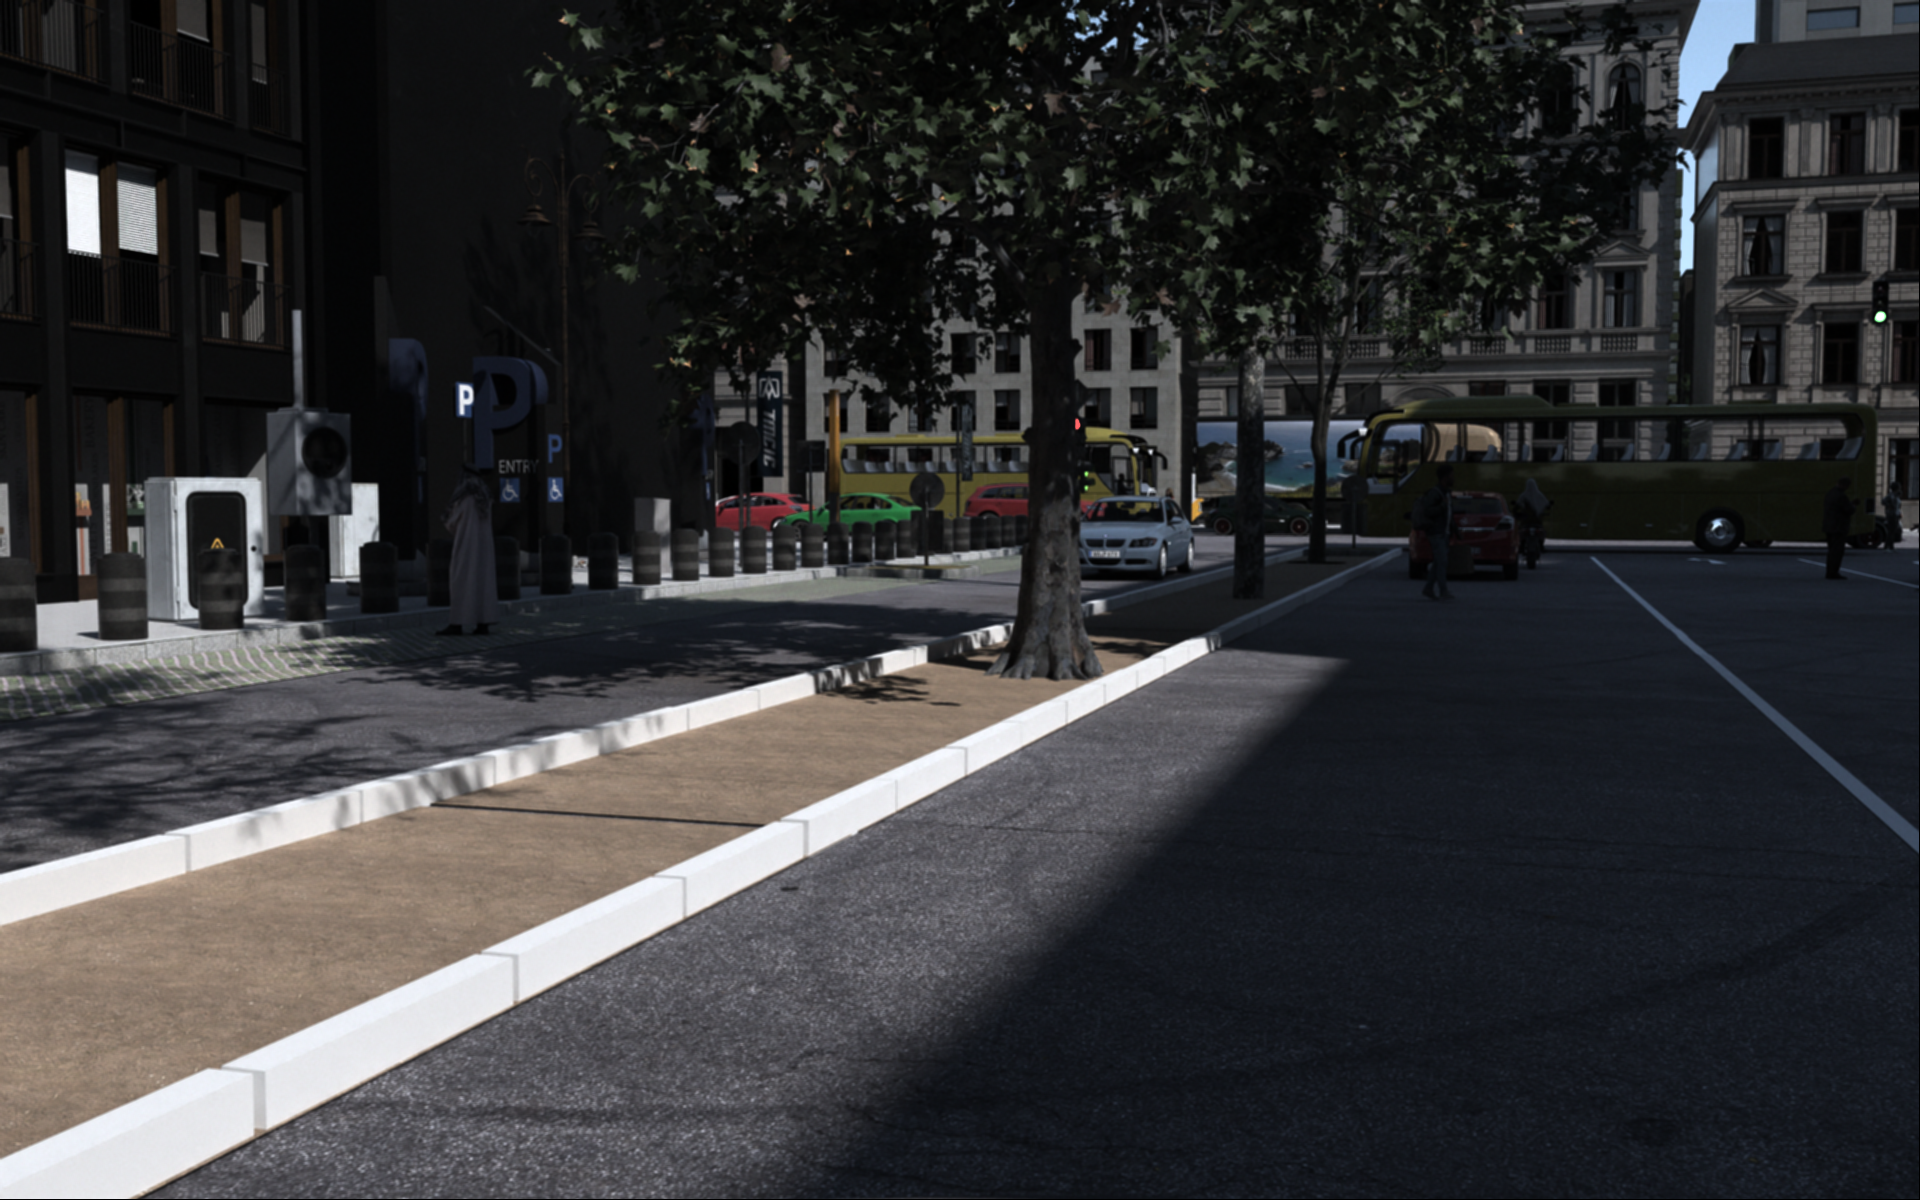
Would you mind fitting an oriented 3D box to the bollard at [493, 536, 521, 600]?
[{"bbox_3d":[-5.556,-0.388,21.059,0.404,0.777,0.398,0,3,0],"label":"bollard"}]

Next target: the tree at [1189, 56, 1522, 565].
[{"bbox_3d":[7.392,-6.534,35.041,9.928,11.665,9.643,0,3,0],"label":"tree"}]

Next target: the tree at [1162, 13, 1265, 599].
[{"bbox_3d":[3.054,-10.147,24.254,12.611,20.169,13.585,0,3,0],"label":"tree"}]

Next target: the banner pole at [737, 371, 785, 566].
[{"bbox_3d":[-3.558,-2.503,30.946,0.863,3.779,0.401,-1,4,-9],"label":"banner pole"}]

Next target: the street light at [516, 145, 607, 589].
[{"bbox_3d":[-5.328,-3.094,23.370,0.468,5.910,1.993,1,4,18],"label":"street light"}]

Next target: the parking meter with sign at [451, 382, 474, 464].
[{"bbox_3d":[-6.975,-1.874,26.906,1.738,3.016,0.543,1,4,18],"label":"parking meter with sign"}]

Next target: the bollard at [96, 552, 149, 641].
[{"bbox_3d":[-7.412,-0.037,15.329,0.404,0.777,0.398,0,3,0],"label":"bollard"}]

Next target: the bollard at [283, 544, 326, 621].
[{"bbox_3d":[-6.667,-0.178,17.623,0.404,0.777,0.398,0,3,0],"label":"bollard"}]

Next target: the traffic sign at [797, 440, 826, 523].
[{"bbox_3d":[-2.843,-1.889,33.022,0.606,2.300,0.079,1,4,20],"label":"traffic sign"}]

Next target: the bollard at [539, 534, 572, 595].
[{"bbox_3d":[-5.187,-0.458,22.205,0.404,0.777,0.398,0,3,0],"label":"bollard"}]

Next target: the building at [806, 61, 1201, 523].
[{"bbox_3d":[2.679,-13.767,79.844,16.860,20.320,10.420,1,4,18],"label":"building"}]

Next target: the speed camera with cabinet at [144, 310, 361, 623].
[{"bbox_3d":[-7.391,-1.451,18.059,0.660,3.252,2.038,3,4,36],"label":"speed camera with cabinet"}]

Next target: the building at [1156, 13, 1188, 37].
[{"bbox_3d":[32.123,-45.628,184.274,20.611,71.187,20.563,1,4,18],"label":"building"}]

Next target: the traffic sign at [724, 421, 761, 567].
[{"bbox_3d":[-3.829,-1.847,30.298,0.768,2.556,0.104,2,4,27],"label":"traffic sign"}]

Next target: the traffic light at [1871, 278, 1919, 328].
[{"bbox_3d":[21.498,-3.754,36.039,4.771,5.953,1.251,1,4,18],"label":"traffic light"}]

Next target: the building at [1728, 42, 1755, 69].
[{"bbox_3d":[77.329,-29.066,158.823,14.154,41.232,14.086,1,4,18],"label":"building"}]

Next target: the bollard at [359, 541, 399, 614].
[{"bbox_3d":[-6.296,-0.248,18.772,0.404,0.777,0.398,0,3,0],"label":"bollard"}]

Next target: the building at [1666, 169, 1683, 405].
[{"bbox_3d":[84.168,-32.932,222.032,14.086,41.232,14.154,1,4,18],"label":"building"}]

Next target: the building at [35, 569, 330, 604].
[{"bbox_3d":[-17.318,-11.550,18.523,12.332,23.373,15.834,1,4,18],"label":"building"}]

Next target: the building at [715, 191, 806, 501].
[{"bbox_3d":[-16.660,-18.313,86.813,23.554,28.519,14.401,1,4,18],"label":"building"}]

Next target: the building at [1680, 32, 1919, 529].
[{"bbox_3d":[38.470,-12.380,67.036,19.286,19.102,10.561,1,4,18],"label":"building"}]

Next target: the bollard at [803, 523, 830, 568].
[{"bbox_3d":[-2.581,-0.950,30.252,0.404,0.777,0.398,0,3,0],"label":"bollard"}]

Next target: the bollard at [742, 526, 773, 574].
[{"bbox_3d":[-3.322,-0.810,27.962,0.404,0.777,0.398,0,3,0],"label":"bollard"}]

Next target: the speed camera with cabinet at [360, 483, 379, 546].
[{"bbox_3d":[-9.632,-1.951,26.231,0.660,3.252,2.038,2,4,25],"label":"speed camera with cabinet"}]

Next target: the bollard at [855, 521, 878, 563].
[{"bbox_3d":[-1.839,-1.091,32.553,0.404,0.777,0.398,0,3,0],"label":"bollard"}]

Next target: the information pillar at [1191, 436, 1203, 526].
[{"bbox_3d":[9.615,-4.823,70.217,0.504,3.616,0.183,-1,4,-10],"label":"information pillar"}]

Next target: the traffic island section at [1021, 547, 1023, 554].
[{"bbox_3d":[2.816,-1.226,42.325,2.009,0.180,2.903,1,4,18],"label":"traffic island section"}]

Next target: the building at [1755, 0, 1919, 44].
[{"bbox_3d":[73.908,-36.355,136.410,21.231,58.520,28.212,1,4,18],"label":"building"}]

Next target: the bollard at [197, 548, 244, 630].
[{"bbox_3d":[-7.036,-0.108,16.479,0.404,0.777,0.398,0,3,0],"label":"bollard"}]

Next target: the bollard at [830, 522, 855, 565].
[{"bbox_3d":[-2.210,-1.021,31.410,0.404,0.777,0.398,0,3,0],"label":"bollard"}]

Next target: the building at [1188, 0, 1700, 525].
[{"bbox_3d":[20.248,-15.010,74.286,19.941,23.489,11.050,1,4,18],"label":"building"}]

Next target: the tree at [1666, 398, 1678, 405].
[{"bbox_3d":[74.821,-16.162,186.310,6.751,12.117,7.091,0,3,0],"label":"tree"}]

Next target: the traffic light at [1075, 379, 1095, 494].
[{"bbox_3d":[2.851,-3.257,42.179,0.839,4.253,0.868,1,4,18],"label":"traffic light"}]

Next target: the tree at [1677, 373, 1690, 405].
[{"bbox_3d":[55.513,-12.155,124.485,9.928,11.665,9.643,0,3,0],"label":"tree"}]

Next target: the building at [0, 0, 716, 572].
[{"bbox_3d":[-15.216,-12.685,37.078,15.834,23.373,12.332,1,4,18],"label":"building"}]

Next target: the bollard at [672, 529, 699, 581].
[{"bbox_3d":[-4.067,-0.669,25.660,0.404,0.777,0.398,0,3,0],"label":"bollard"}]

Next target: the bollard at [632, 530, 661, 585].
[{"bbox_3d":[-4.439,-0.599,24.518,0.404,0.777,0.398,0,3,0],"label":"bollard"}]

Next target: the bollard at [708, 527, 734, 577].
[{"bbox_3d":[-3.696,-0.740,26.814,0.404,0.777,0.398,0,3,0],"label":"bollard"}]

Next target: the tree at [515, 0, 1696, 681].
[{"bbox_3d":[0.753,-5.749,13.464,9.611,12.733,9.660,0,3,0],"label":"tree"}]

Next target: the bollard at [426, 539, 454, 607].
[{"bbox_3d":[-5.928,-0.318,19.916,0.404,0.777,0.398,0,3,0],"label":"bollard"}]

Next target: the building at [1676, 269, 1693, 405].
[{"bbox_3d":[97.991,-27.295,217.981,14.107,30.474,14.160,1,4,18],"label":"building"}]

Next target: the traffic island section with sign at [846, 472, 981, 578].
[{"bbox_3d":[-0.721,-1.323,30.265,1.989,1.847,2.006,1,4,18],"label":"traffic island section with sign"}]

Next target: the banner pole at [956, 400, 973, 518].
[{"bbox_3d":[0.077,-3.122,41.056,0.401,3.779,0.863,-2,4,-33],"label":"banner pole"}]

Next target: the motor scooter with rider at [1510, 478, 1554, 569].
[{"bbox_3d":[11.128,-1.507,33.599,0.876,1.779,1.986,1,4,17],"label":"motor scooter with rider"}]

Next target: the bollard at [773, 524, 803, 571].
[{"bbox_3d":[-2.954,-0.880,29.106,0.404,0.777,0.398,0,3,0],"label":"bollard"}]

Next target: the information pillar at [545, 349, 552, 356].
[{"bbox_3d":[-6.586,-2.237,27.928,0.183,3.616,0.504,-1,4,-23],"label":"information pillar"}]

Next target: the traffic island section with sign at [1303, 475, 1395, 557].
[{"bbox_3d":[9.164,-1.981,40.527,2.006,1.907,1.989,1,4,18],"label":"traffic island section with sign"}]

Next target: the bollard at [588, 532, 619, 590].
[{"bbox_3d":[-4.812,-0.529,23.358,0.404,0.777,0.398,0,3,0],"label":"bollard"}]

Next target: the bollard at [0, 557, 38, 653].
[{"bbox_3d":[-7.786,0.033,14.178,0.404,0.777,0.398,0,3,0],"label":"bollard"}]
